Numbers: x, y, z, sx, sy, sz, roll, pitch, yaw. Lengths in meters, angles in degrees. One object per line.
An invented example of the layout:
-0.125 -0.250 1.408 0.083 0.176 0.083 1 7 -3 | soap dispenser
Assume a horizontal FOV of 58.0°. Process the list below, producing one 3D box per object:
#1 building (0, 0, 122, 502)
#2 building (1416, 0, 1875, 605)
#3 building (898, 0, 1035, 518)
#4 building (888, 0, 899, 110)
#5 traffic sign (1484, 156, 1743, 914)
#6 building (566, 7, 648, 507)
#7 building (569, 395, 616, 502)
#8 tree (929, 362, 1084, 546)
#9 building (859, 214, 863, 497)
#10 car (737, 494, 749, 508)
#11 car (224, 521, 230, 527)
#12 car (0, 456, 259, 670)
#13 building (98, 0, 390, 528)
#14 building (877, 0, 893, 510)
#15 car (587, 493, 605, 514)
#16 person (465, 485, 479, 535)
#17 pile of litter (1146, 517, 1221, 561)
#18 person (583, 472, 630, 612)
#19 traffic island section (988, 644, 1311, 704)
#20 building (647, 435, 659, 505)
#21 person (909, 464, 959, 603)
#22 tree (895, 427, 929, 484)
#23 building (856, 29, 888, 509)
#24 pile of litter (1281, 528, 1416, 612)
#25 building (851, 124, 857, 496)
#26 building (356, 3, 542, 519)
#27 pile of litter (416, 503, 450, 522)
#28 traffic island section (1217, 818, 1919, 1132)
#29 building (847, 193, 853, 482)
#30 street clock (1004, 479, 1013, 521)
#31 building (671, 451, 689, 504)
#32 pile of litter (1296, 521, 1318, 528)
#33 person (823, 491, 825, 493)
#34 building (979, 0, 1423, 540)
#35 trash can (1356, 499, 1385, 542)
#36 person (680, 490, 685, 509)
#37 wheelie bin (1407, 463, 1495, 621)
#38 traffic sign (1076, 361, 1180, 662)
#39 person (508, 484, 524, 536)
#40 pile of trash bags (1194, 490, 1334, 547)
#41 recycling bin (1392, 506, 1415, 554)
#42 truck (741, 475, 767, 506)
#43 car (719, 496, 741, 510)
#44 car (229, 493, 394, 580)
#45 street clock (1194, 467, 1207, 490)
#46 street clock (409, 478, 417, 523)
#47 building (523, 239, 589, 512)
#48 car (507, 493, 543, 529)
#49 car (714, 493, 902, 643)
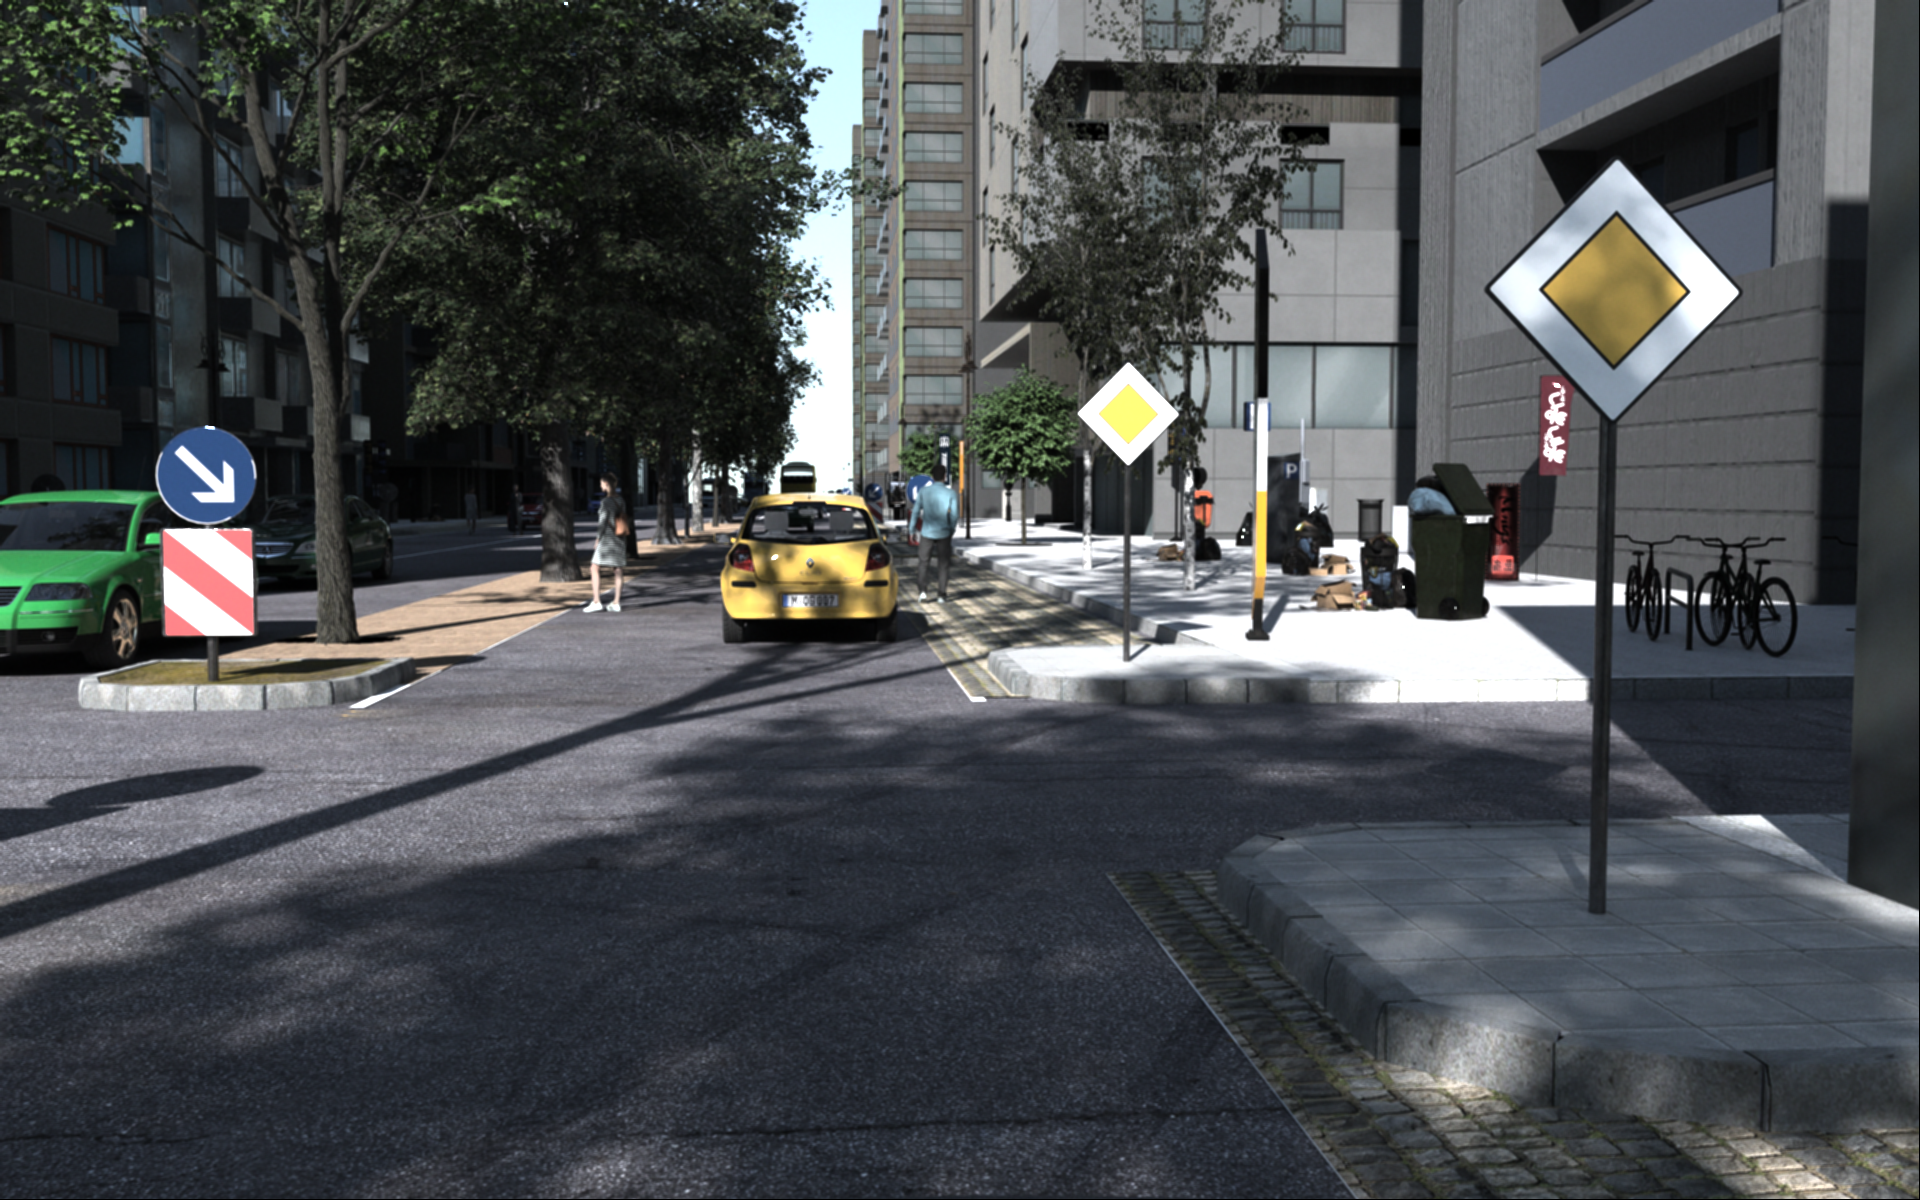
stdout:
-33.703 -11.170 27.667 27.650 21.520 28.899 0 4 -5 | building
23.414 -29.473 23.883 28.212 58.520 21.231 0 4 -5 | building
3.474 -25.313 97.456 14.154 41.232 14.086 0 4 -5 | building
2.570 -28.262 112.200 14.600 45.320 14.200 0 4 -5 | building
1.950 -0.098 5.245 0.795 2.450 0.064 0 4 -5 | traffic sign
-44.291 -53.240 183.147 22.319 86.520 31.000 0 4 -5 | building
-46.187 -27.781 146.103 32.217 40.220 23.993 0 4 -5 | building
1.689 -3.647 43.341 4.285 4.588 4.351 0 3 0 | tree
-3.500 -25.042 181.142 14.160 30.474 14.107 0 4 -5 | building
-23.413 -10.625 183.936 2.015 1.641 3.980 0 4 -6 | car
-13.237 -0.990 27.992 2.131 1.459 4.920 0 4 -6 | car
-7.781 -0.407 15.451 1.959 1.807 4.718 0 4 -4 | car
-36.605 -27.350 66.773 23.786 49.044 30.456 0 4 -5 | building
4.937 -31.533 135.165 23.786 49.044 30.456 0 4 -5 | building
-25.114 -6.851 121.603 1.945 1.707 3.694 0 4 -4 | car
-16.865 -3.095 59.847 0.466 1.731 0.760 -1 4 -18 | person
4.343 -1.198 33.558 1.719 0.858 1.176 -1 4 -18 | pile of litter
-4.273 -0.714 21.181 0.522 1.701 0.512 1 4 23 | person
1.295 0.550 13.281 2.009 0.180 2.903 0 4 -5 | traffic island section
-43.045 -34.111 207.822 14.600 45.320 14.200 0 4 -5 | building
-0.347 -0.863 22.638 0.660 1.820 0.620 0 4 5 | person
-1.193 -5.741 77.586 4.285 4.588 4.351 0 3 0 | tree
-1.885 -28.963 157.134 14.154 41.232 14.086 0 4 -5 | building
4.502 -0.342 19.553 1.719 0.858 1.176 -2 4 -26 | pile of litter
-5.161 -31.286 195.120 14.154 41.232 14.086 0 4 -5 | building
-36.415 -27.199 99.331 22.147 44.769 28.867 0 4 -5 | building
-24.616 -4.089 80.819 1.719 0.858 1.176 3 4 38 | pile of litter
1.973 1.037 5.325 2.009 0.180 2.903 0 4 -5 | traffic island section
-3.190 -37.474 232.307 23.786 49.044 30.456 0 4 -5 | building
2.287 -4.704 81.486 0.358 2.002 0.471 3 4 37 | street clock
-44.739 -33.797 236.183 14.154 41.232 14.086 0 4 -5 | building
5.847 -0.853 27.911 1.719 0.858 1.176 -3 5 -39 | pile of litter
-19.440 -14.600 246.847 1.348 1.869 0.705 -3 5 -42 | person
15.276 -28.876 61.355 28.713 52.752 27.495 0 4 -5 | building
10.991 -2.126 46.406 0.748 1.137 0.748 0 3 0 | trash can
-26.674 -9.705 167.310 0.705 1.807 1.348 -2 4 -34 | person
5.020 -0.607 17.825 0.980 1.594 0.693 -3 5 -45 | wheelie bin
1.272 -0.585 13.202 0.795 2.450 0.064 0 4 -5 | traffic sign
-15.205 -3.080 59.282 0.576 1.772 0.534 0 4 -4 | person
7.263 -1.984 42.187 3.447 1.369 1.912 0 4 -7 | pile of trash bags
9.781 -1.507 37.197 0.722 1.027 0.722 -3 4 -39 | recycling bin
-25.344 -13.746 214.500 2.967 4.110 18.799 0 4 -6 | truck
-20.507 -8.844 154.382 2.009 1.686 4.222 0 4 -6 | car
-10.373 -0.972 27.683 2.131 1.459 4.920 0 4 -6 | car
6.462 -2.595 47.001 0.358 2.002 0.471 -2 4 -32 | street clock
-24.684 -4.499 78.130 0.358 2.002 0.471 -2 4 -31 | street clock
-37.832 -41.901 123.340 20.563 71.187 20.611 0 4 -5 | building
-17.153 -3.732 70.055 2.155 1.783 4.494 0 4 -5 | car
-1.581 -0.482 18.110 2.015 1.641 3.980 0 4 -5 | car
